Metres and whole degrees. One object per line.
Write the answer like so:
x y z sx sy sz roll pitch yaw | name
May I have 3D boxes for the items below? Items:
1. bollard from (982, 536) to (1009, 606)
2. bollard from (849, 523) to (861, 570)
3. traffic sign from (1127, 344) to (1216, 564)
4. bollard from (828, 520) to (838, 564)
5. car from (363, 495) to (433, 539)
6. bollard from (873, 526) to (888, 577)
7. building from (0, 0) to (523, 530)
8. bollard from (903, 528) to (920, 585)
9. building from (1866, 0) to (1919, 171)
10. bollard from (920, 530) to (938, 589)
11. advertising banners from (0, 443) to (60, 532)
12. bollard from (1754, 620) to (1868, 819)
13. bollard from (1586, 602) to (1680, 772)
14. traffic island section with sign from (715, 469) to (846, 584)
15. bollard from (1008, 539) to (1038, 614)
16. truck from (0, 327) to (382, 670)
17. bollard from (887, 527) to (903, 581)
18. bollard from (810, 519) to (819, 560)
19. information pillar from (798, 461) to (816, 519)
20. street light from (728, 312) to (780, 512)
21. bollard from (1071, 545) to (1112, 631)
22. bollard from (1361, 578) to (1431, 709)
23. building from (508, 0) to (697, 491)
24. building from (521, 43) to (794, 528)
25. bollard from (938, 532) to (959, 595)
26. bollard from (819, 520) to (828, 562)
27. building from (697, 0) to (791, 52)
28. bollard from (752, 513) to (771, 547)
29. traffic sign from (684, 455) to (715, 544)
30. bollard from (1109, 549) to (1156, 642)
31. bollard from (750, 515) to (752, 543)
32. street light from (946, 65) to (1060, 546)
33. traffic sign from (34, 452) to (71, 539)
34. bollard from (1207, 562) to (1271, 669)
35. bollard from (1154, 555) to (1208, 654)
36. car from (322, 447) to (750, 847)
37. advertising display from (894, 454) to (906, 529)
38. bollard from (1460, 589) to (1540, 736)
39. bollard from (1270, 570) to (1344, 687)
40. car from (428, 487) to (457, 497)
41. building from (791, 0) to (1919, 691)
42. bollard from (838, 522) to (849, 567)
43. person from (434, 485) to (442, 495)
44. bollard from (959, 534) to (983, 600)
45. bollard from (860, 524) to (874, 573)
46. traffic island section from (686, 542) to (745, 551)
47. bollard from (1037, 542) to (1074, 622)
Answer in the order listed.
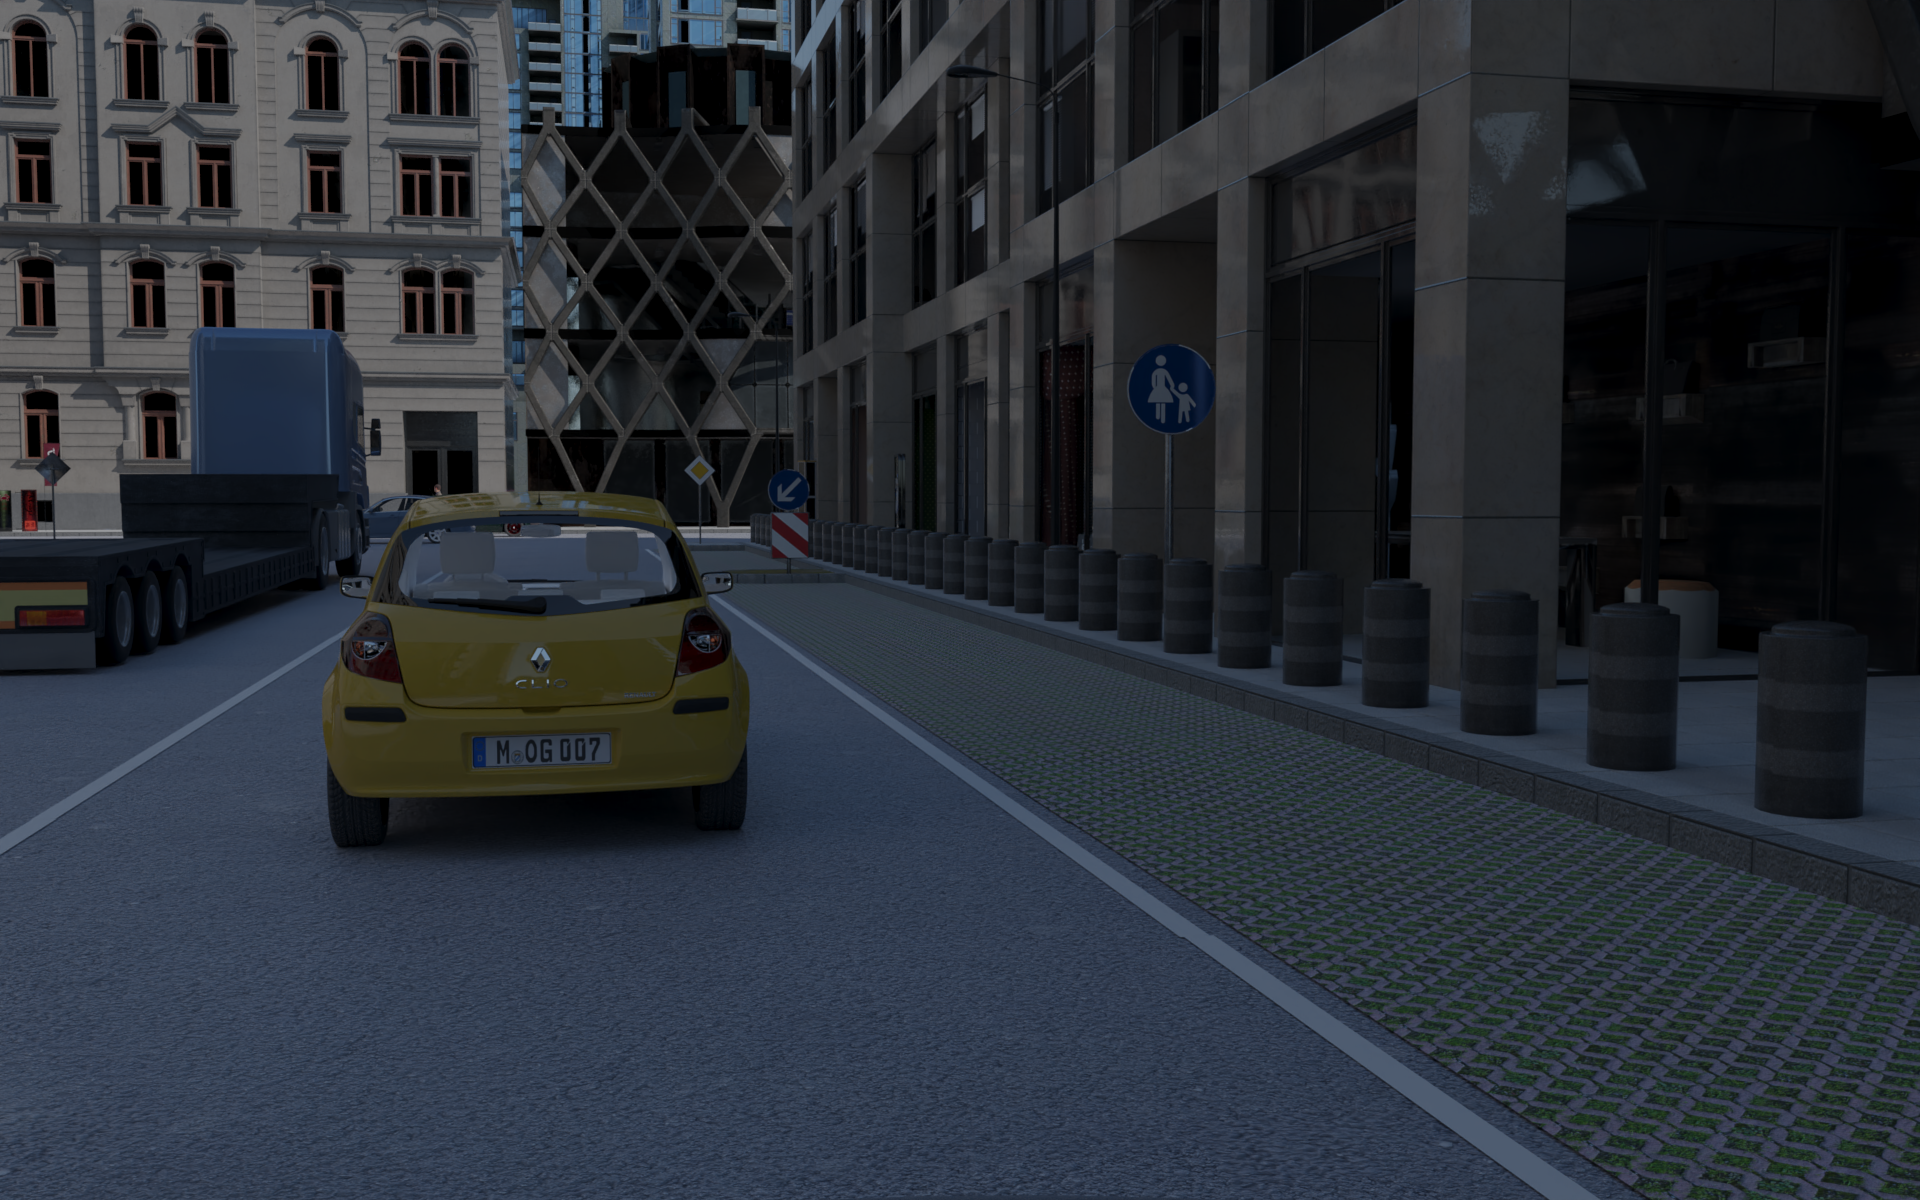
0.522 -0.319 19.930 0.404 0.777 0.398 0 3 0 | bollard
-1.609 -0.894 29.328 0.404 0.777 0.398 0 3 0 | bollard
1.790 -0.898 14.789 0.768 2.556 0.104 0 4 -6 | traffic sign
-2.143 -1.038 31.693 0.404 0.777 0.398 0 3 0 | bollard
-16.450 -2.353 50.475 4.499 1.417 2.014 -1 4 -11 | car
-1.080 -0.750 26.983 0.404 0.777 0.398 0 3 0 | bollard
-29.190 -17.147 67.744 23.554 28.519 14.401 -1 4 -13 | building
-0.545 -0.606 24.631 0.404 0.777 0.398 0 3 0 | bollard
13.883 -8.376 4.400 16.820 18.784 16.811 -1 4 -13 | building
-0.277 -0.534 23.456 0.404 0.777 0.398 0 3 0 | bollard
-31.719 -3.837 58.915 2.074 3.025 0.090 -2 4 -35 | advertising banners
3.441 0.472 7.004 0.404 0.777 0.398 0 3 0 | bollard
3.178 0.400 8.177 0.404 0.777 0.398 0 3 0 | bollard
-3.006 -1.212 28.449 1.989 1.847 2.006 -1 4 -13 | traffic island section with sign
0.789 -0.246 18.744 0.404 0.777 0.398 0 3 0 | bollard
-9.990 -2.001 22.479 2.967 4.110 18.799 -1 4 -12 | truck
-0.815 -0.679 25.811 0.404 0.777 0.398 0 3 0 | bollard
-2.678 -1.182 34.042 0.404 0.777 0.398 0 3 0 | bollard
-3.370 -2.063 38.215 0.304 2.012 0.304 -3 4 -37 | information pillar
-5.240 -4.403 44.529 1.470 5.913 1.316 -1 4 -13 | street light
1.324 -0.103 16.394 0.404 0.777 0.398 0 3 0 | bollard
2.649 0.256 10.524 0.404 0.777 0.398 0 3 0 | bollard
-51.503 -56.046 229.020 31.000 86.520 22.319 -1 4 -13 | building
-9.762 -12.610 73.626 16.811 18.784 16.820 -1 4 -13 | building
-0.016 -0.463 22.283 0.404 0.777 0.398 0 3 0 | bollard
-2.409 -1.110 32.865 0.404 0.777 0.398 0 3 0 | bollard
-24.297 -53.362 185.144 22.319 86.520 31.000 -1 4 -13 | building
-5.074 -1.831 44.647 0.404 0.777 0.398 0 3 0 | bollard
-6.688 -2.501 44.531 0.795 2.450 0.064 -1 4 -13 | traffic sign
1.583 -0.031 15.220 0.404 0.777 0.398 0 3 0 | bollard
-5.345 -1.902 45.818 0.404 0.777 0.398 0 3 0 | bollard
0.534 -2.845 19.049 1.470 5.913 1.316 -1 4 -13 | street light
-21.562 -2.297 41.197 0.795 2.450 0.064 -1 4 -13 | traffic sign
2.117 0.113 12.870 0.404 0.777 0.398 0 3 0 | bollard
1.851 0.041 14.042 0.404 0.777 0.398 0 3 0 | bollard
-2.075 0.100 8.594 2.015 1.641 3.980 -1 4 -13 | car
-0.975 -1.400 28.104 0.123 1.923 0.974 0 4 -6 | advertising display
2.913 0.328 9.351 0.404 0.777 0.398 0 3 0 | bollard
2.383 0.185 11.696 0.404 0.777 0.398 0 3 0 | bollard
-16.232 -2.965 58.264 4.222 1.686 2.009 -1 4 -12 | car
8.865 -13.737 29.117 19.350 26.468 34.151 -1 4 -13 | building
-1.875 -0.966 30.504 0.404 0.777 0.398 0 3 0 | bollard
-18.201 -3.112 59.912 0.750 1.759 0.617 0 4 4 | person
0.253 -0.391 21.111 0.404 0.777 0.398 0 3 0 | bollard
-1.346 -0.822 28.155 0.404 0.777 0.398 0 3 0 | bollard
-6.667 -1.366 44.613 2.009 0.180 2.903 -1 4 -13 | traffic island section
1.053 -0.175 17.572 0.404 0.777 0.398 0 3 0 | bollard
